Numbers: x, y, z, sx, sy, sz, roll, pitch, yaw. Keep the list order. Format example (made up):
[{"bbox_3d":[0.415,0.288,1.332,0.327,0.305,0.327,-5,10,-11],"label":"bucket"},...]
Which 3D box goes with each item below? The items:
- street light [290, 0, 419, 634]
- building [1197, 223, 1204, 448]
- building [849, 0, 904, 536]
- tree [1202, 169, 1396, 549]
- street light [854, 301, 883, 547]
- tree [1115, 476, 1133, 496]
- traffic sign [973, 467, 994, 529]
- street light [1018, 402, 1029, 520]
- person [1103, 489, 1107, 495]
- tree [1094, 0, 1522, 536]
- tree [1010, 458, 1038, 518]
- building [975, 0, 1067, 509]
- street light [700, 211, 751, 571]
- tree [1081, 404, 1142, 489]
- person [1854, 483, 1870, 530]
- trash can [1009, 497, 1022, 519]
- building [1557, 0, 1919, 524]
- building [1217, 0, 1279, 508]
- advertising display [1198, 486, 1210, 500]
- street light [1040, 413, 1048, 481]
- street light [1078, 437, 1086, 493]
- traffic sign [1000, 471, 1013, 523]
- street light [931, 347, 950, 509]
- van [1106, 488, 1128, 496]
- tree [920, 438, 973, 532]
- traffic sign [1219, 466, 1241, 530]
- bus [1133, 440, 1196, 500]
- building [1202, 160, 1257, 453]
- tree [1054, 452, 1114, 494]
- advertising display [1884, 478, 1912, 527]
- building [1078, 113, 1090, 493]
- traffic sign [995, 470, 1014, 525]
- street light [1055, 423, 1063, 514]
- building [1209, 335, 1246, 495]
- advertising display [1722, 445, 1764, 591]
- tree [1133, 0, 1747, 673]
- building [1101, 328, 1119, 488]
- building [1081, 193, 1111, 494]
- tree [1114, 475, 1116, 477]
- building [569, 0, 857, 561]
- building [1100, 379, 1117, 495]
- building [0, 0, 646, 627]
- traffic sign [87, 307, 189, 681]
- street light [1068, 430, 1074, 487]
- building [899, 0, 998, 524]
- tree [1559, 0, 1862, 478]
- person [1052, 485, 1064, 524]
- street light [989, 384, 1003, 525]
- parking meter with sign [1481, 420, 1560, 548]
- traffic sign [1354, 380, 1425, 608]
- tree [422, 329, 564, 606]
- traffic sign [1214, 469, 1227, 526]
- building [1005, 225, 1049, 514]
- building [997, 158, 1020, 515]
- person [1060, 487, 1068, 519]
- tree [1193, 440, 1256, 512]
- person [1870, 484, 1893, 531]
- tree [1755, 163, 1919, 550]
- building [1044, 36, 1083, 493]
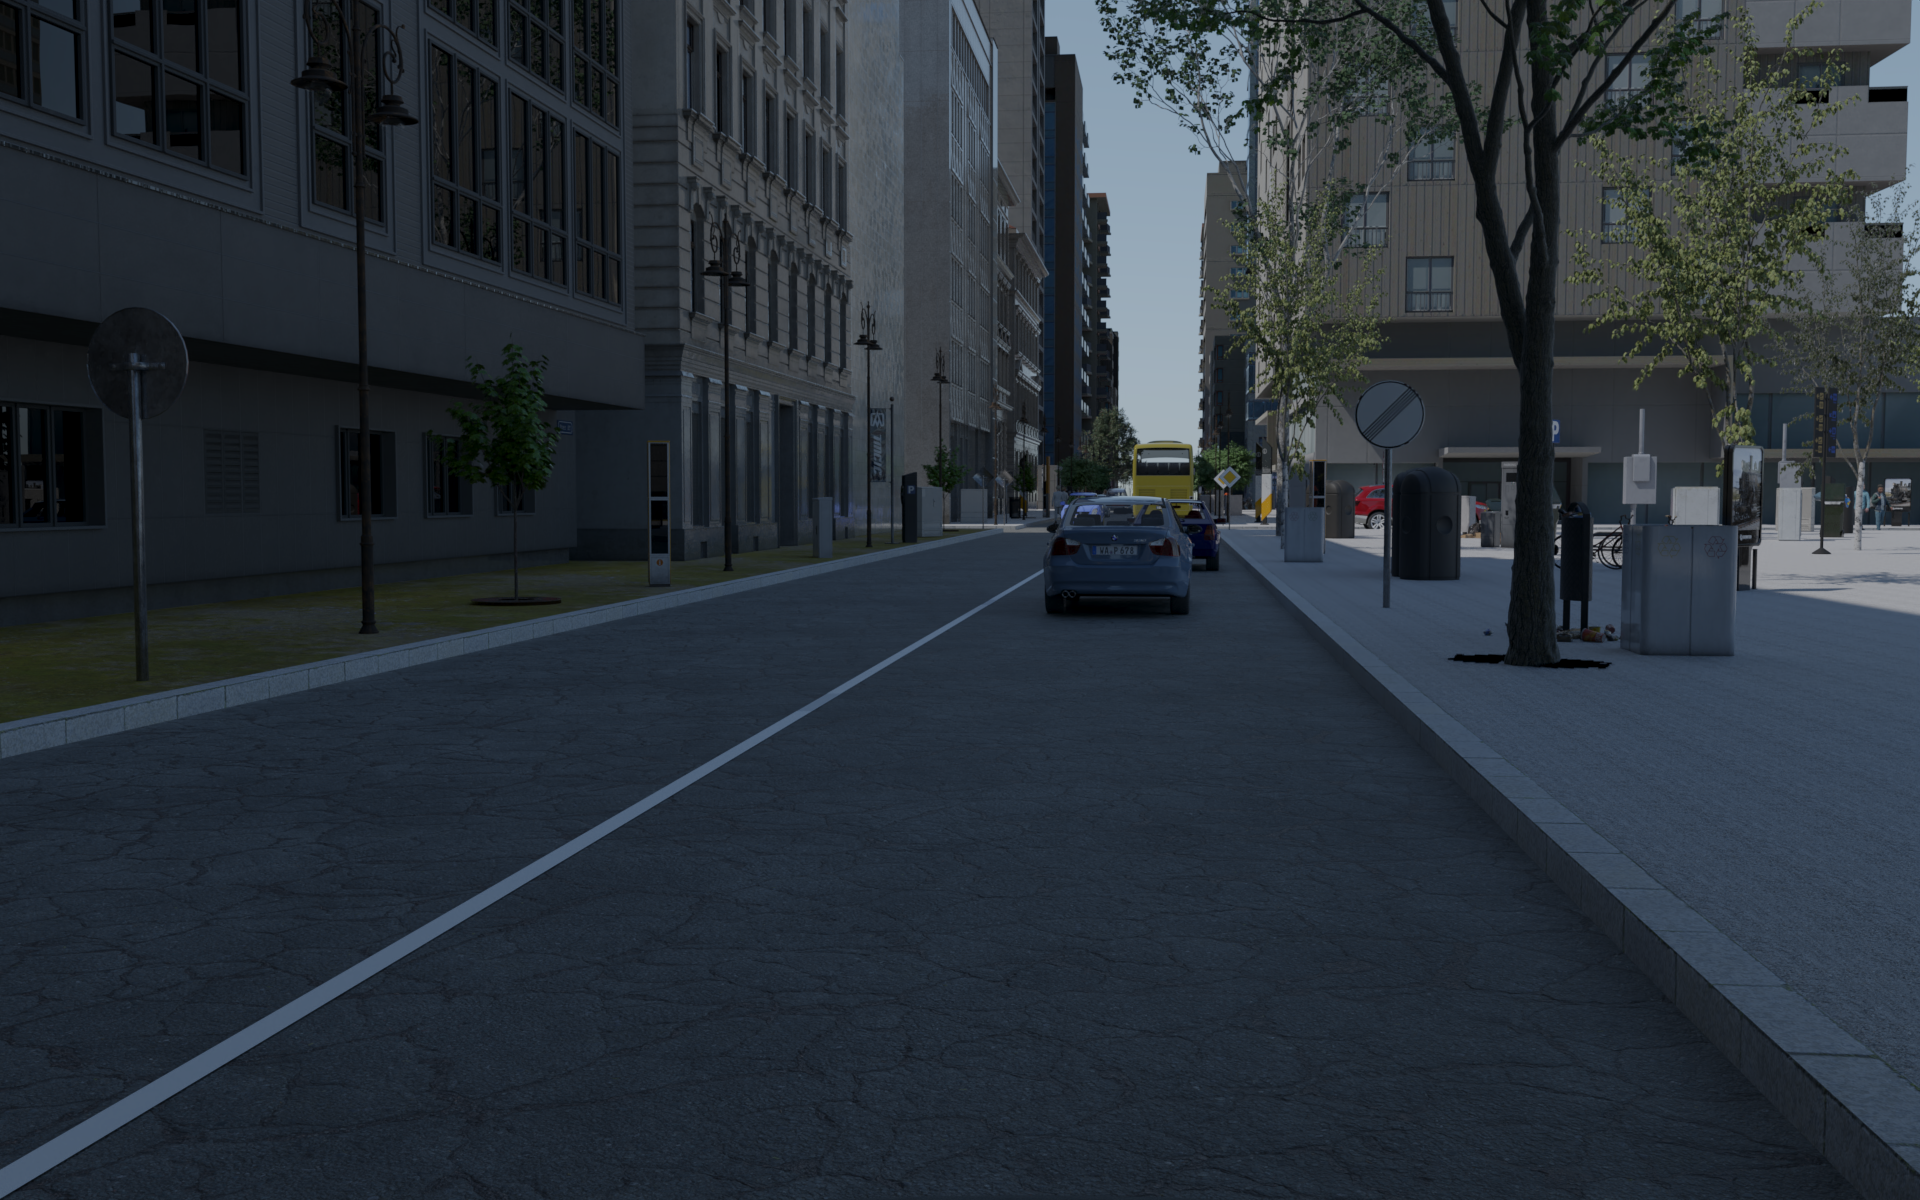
[{"bbox_3d":[-5.445,-2.629,15.772,0.468,5.910,1.993,0,4,7],"label":"street light"},{"bbox_3d":[48.604,-37.732,271.549,22.147,44.769,28.867,0,4,7],"label":"building"},{"bbox_3d":[-10.963,-12.373,57.044,16.860,20.320,10.420,0,4,7],"label":"building"},{"bbox_3d":[7.798,-5.491,40.137,4.737,8.622,4.395,0,3,0],"label":"tree"},{"bbox_3d":[-2.194,-4.211,41.632,0.468,5.910,1.993,0,4,7],"label":"street light"},{"bbox_3d":[24.978,-19.105,262.723,4.360,8.622,3.978,0,3,0],"label":"tree"},{"bbox_3d":[0.852,-3.647,63.266,0.795,2.450,0.064,0,4,7],"label":"traffic sign"},{"bbox_3d":[3.160,-6.896,85.543,0.468,5.910,1.993,0,4,7],"label":"street light"},{"bbox_3d":[11.532,-7.818,136.505,0.709,1.800,0.728,2,4,27],"label":"person"},{"bbox_3d":[11.232,-11.982,51.788,12.611,20.169,13.585,0,3,0],"label":"tree"},{"bbox_3d":[3.567,-5.949,91.869,1.663,3.219,1.824,0,3,0],"label":"tree"},{"bbox_3d":[-0.673,-43.924,156.407,20.563,71.187,20.611,0,4,7],"label":"building"},{"bbox_3d":[-3.857,-3.417,28.659,0.468,5.910,1.993,0,4,7],"label":"street light"},{"bbox_3d":[19.554,-18.629,221.586,9.611,12.733,9.660,0,3,0],"label":"tree"},{"bbox_3d":[32.152,-3.265,61.752,0.748,1.841,0.638,-2,4,-27],"label":"person"},{"bbox_3d":[2.870,-4.809,90.281,0.748,1.137,0.748,0,3,0],"label":"trash can"},{"bbox_3d":[28.947,-30.219,83.320,27.495,52.752,28.713,0,4,7],"label":"building"},{"bbox_3d":[37.312,-52.458,170.362,22.319,86.520,31.000,0,4,7],"label":"building"},{"bbox_3d":[18.961,-7.917,134.656,0.974,1.923,0.123,-1,4,-15],"label":"advertising display"},{"bbox_3d":[4.793,-7.684,98.425,0.468,5.910,1.993,0,4,7],"label":"street light"},{"bbox_3d":[9.541,-10.082,137.628,0.468,5.910,1.993,0,4,7],"label":"street light"},{"bbox_3d":[2.038,-4.512,75.901,0.606,2.300,0.079,1,4,9],"label":"traffic sign"},{"bbox_3d":[-0.615,-4.999,54.521,0.468,5.910,1.993,0,4,7],"label":"street light"},{"bbox_3d":[11.281,-7.212,124.922,2.013,2.044,4.112,0,4,8],"label":"van"},{"bbox_3d":[-0.639,-3.973,59.555,1.663,3.219,1.824,0,3,0],"label":"tree"},{"bbox_3d":[9.677,-3.579,62.162,0.795,2.450,0.064,0,4,7],"label":"traffic sign"},{"bbox_3d":[9.258,-5.316,78.471,2.896,3.916,12.252,0,4,7],"label":"bus"},{"bbox_3d":[45.501,-38.088,246.438,21.300,48.544,21.600,0,4,7],"label":"building"},{"bbox_3d":[8.896,-9.153,133.369,4.285,4.588,4.351,0,3,0],"label":"tree"},{"bbox_3d":[37.045,-3.868,68.458,0.974,1.923,0.123,2,4,24],"label":"advertising display"},{"bbox_3d":[3.195,-35.355,197.661,23.786,49.044,30.456,0,4,7],"label":"building"},{"bbox_3d":[1.828,-4.131,71.191,0.795,2.450,0.064,0,4,7],"label":"traffic sign"},{"bbox_3d":[6.344,-8.473,111.317,0.468,5.910,1.993,0,4,7],"label":"street light"},{"bbox_3d":[43.251,-21.816,201.736,27.650,21.520,28.899,0,4,7],"label":"building"},{"bbox_3d":[10.378,-1.086,22.971,0.974,1.923,0.123,-3,5,-43],"label":"advertising display"},{"bbox_3d":[4.134,-5.318,12.707,9.928,11.665,9.643,0,3,0],"label":"tree"},{"bbox_3d":[19.928,-32.104,296.607,14.160,30.474,14.107,0,4,7],"label":"building"},{"bbox_3d":[10.026,-36.170,246.003,22.147,44.769,28.867,0,4,7],"label":"building"},{"bbox_3d":[11.619,-10.650,157.842,4.285,4.588,4.351,0,3,0],"label":"tree"},{"bbox_3d":[-8.811,-11.784,41.814,9.793,20.994,18.267,0,4,7],"label":"building"},{"bbox_3d":[10.700,-26.382,276.388,27.650,21.520,28.899,0,4,7],"label":"building"},{"bbox_3d":[-14.037,-13.876,20.388,14.314,27.812,24.014,0,4,7],"label":"building"},{"bbox_3d":[-5.617,-0.717,11.823,0.768,2.556,0.104,1,4,11],"label":"traffic sign"},{"bbox_3d":[8.013,-9.285,124.594,0.468,5.910,1.993,0,4,7],"label":"street light"},{"bbox_3d":[-5.194,-16.212,83.083,12.078,24.808,19.932,0,4,7],"label":"building"},{"bbox_3d":[11.210,-4.597,25.524,4.737,8.622,4.395,0,3,0],"label":"tree"},{"bbox_3d":[4.690,-4.516,82.213,0.514,1.842,0.818,-2,4,-31],"label":"person"},{"bbox_3d":[1.485,-6.053,71.747,0.468,5.910,1.993,0,4,7],"label":"street light"},{"bbox_3d":[13.268,-2.746,41.152,1.738,3.016,0.543,3,5,42],"label":"parking meter with sign"},{"bbox_3d":[4.814,-1.185,19.473,0.768,2.556,0.104,1,4,10],"label":"traffic sign"},{"bbox_3d":[-5.163,-1.575,20.347,1.663,3.219,1.824,0,3,0],"label":"tree"},{"bbox_3d":[10.653,-4.064,70.087,0.795,2.450,0.064,0,4,7],"label":"traffic sign"},{"bbox_3d":[-0.235,-17.560,123.254,11.583,22.565,21.152,0,4,7],"label":"building"},{"bbox_3d":[-2.798,-16.758,102.879,11.050,23.489,19.941,0,4,7],"label":"building"},{"bbox_3d":[5.305,-4.882,88.540,0.478,1.798,0.641,3,5,44],"label":"person"},{"bbox_3d":[16.292,-7.773,110.800,4.285,4.588,4.351,0,3,0],"label":"tree"},{"bbox_3d":[33.313,-3.295,62.723,0.623,1.781,0.721,-2,4,-27],"label":"person"},{"bbox_3d":[20.476,-5.448,39.432,4.360,8.622,3.978,0,3,0],"label":"tree"},{"bbox_3d":[5.043,-32.086,174.710,14.600,45.320,14.200,0,4,7],"label":"building"}]
